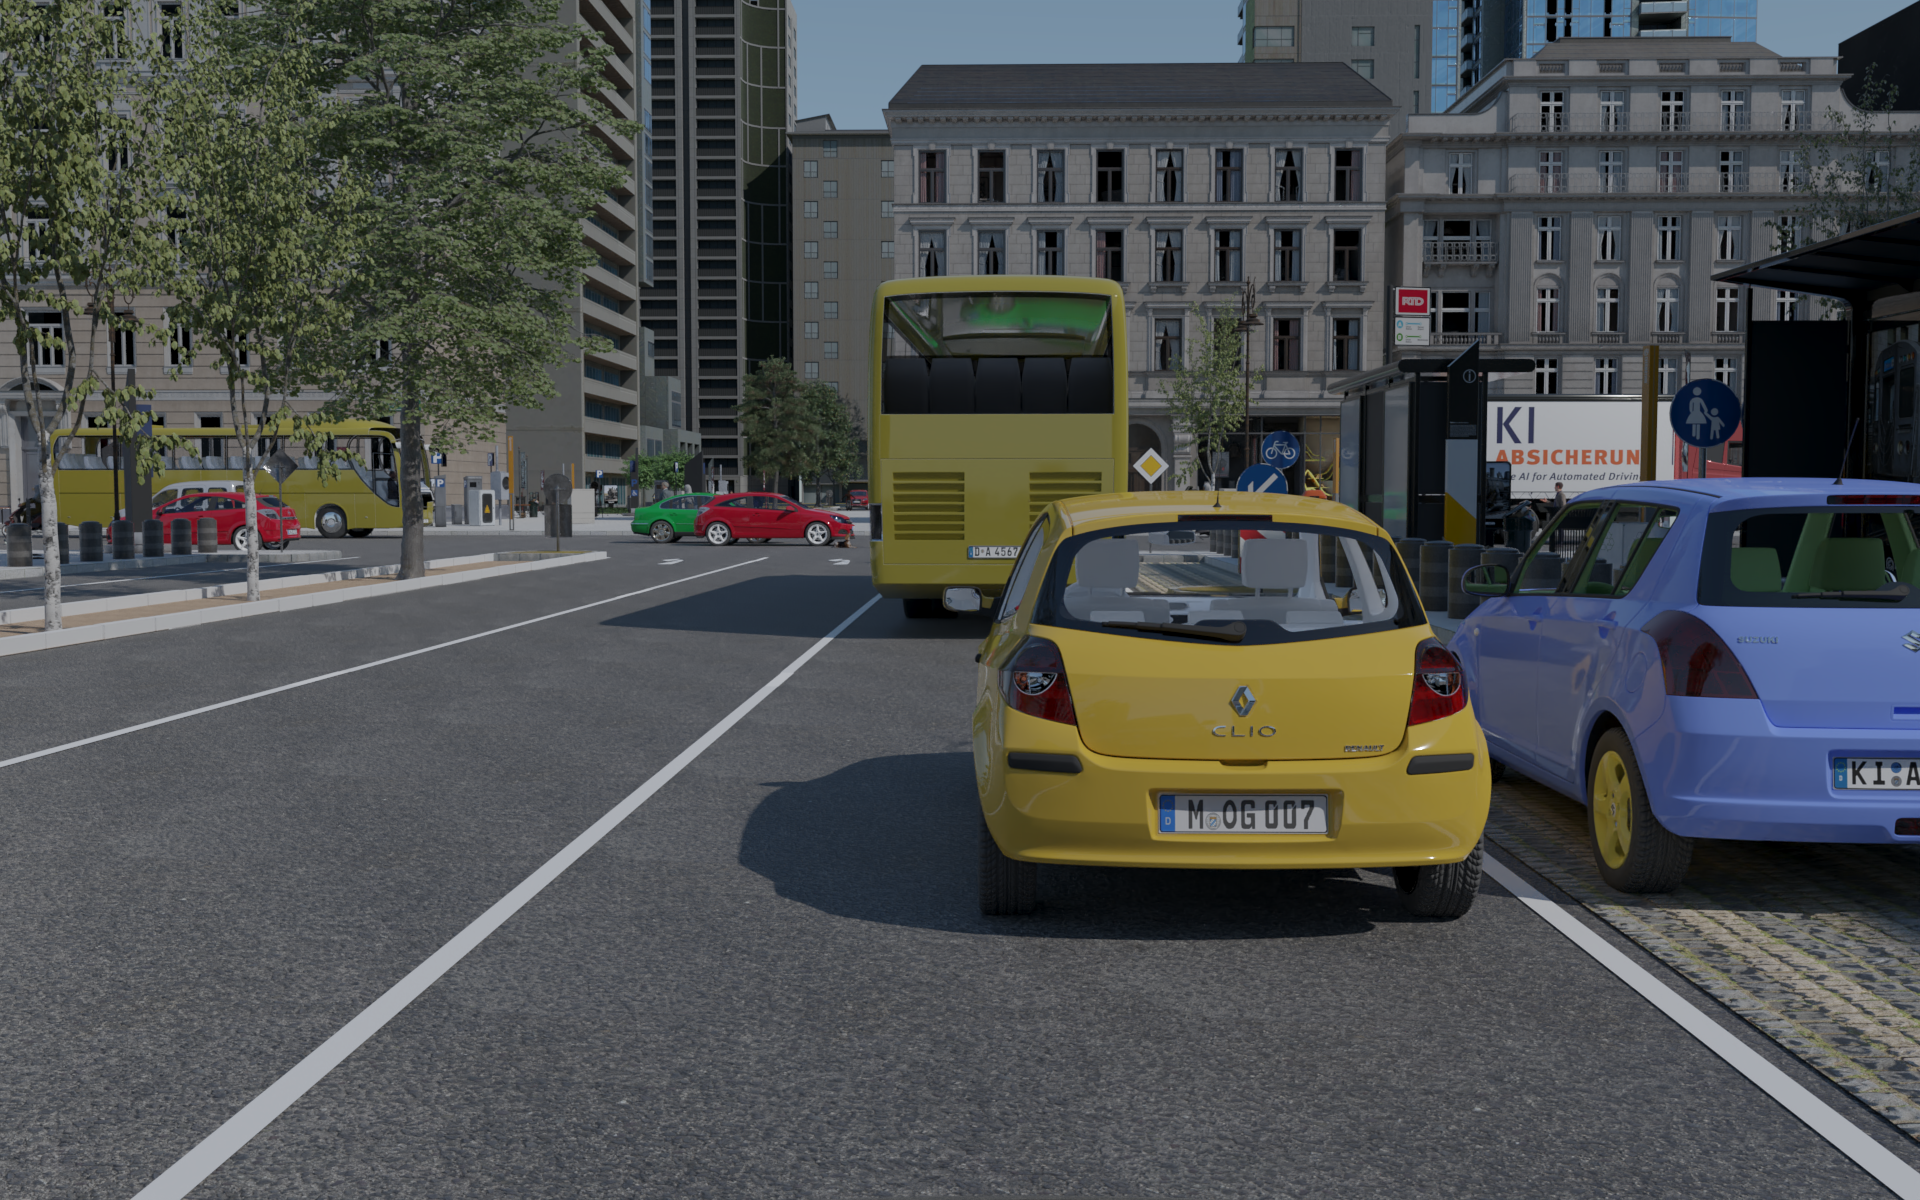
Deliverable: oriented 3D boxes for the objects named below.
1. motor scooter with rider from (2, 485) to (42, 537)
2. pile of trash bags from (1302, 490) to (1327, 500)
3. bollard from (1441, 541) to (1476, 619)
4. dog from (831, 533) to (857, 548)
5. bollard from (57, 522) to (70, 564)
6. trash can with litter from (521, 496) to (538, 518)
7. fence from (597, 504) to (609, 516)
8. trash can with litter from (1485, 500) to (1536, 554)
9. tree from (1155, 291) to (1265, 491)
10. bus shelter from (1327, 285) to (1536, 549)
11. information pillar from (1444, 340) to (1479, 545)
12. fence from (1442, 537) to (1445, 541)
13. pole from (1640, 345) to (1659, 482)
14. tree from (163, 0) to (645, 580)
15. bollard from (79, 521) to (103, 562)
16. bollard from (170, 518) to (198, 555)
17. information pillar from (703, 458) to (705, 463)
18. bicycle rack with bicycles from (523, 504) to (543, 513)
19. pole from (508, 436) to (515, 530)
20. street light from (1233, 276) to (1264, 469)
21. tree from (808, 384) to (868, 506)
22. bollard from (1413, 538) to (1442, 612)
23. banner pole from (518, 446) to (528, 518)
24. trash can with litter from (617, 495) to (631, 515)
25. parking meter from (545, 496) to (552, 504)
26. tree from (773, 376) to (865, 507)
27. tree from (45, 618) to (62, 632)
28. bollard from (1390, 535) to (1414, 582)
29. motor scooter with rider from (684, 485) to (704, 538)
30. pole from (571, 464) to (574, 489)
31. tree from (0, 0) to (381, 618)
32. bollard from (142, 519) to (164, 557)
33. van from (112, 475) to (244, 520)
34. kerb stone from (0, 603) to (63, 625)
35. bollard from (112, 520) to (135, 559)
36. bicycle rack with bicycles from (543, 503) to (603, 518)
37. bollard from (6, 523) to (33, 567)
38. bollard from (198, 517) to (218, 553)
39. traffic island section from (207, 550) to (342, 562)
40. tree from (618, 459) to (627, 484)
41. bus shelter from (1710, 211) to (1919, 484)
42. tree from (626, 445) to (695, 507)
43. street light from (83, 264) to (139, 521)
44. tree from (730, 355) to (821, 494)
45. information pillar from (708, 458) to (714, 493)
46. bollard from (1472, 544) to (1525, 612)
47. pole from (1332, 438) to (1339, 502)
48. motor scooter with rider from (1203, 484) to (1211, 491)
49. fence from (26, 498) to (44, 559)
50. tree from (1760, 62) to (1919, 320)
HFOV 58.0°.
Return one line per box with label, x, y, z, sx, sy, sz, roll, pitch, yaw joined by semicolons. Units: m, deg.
motor scooter with rider;-30.589;-2.943;57.076;1.986;1.779;0.876;0;4;1
pile of trash bags;9.065;-1.692;37.410;3.447;1.369;1.912;0;4;6
bollard;5.243;-0.193;17.870;0.404;0.777;0.398;0;3;0
dog;-3.091;-1.582;46.063;0.550;0.427;0.748;-2;4;-25
bollard;-16.608;-1.047;31.842;0.404;0.777;0.398;0;3;0
trash can with litter;-23.409;-5.054;94.016;1.055;1.170;0.624;-1;4;-11
fence;-21.789;-5.312;102.219;2.069;0.683;0.278;0;4;-5
trash can with litter;10.111;-1.270;32.148;1.055;1.170;0.624;1;4;12
tree;9.242;-6.926;63.601;4.737;8.622;4.395;0;3;0
bus shelter;7.966;-3.270;31.100;2.179;5.291;8.768;0;4;2
information pillar;7.642;-2.140;26.347;0.504;3.616;0.183;0;4;-7
fence;6.555;-0.497;23.497;0.278;0.683;2.069;1;4;15
pole;9.475;-1.835;23.843;0.158;3.312;0.155;0;3;0
tree;-9.167;-6.614;28.726;7.486;12.596;7.792;0;3;0
bollard;-16.580;-1.121;33.048;0.404;0.777;0.398;0;3;0
bollard;-16.492;-1.343;36.678;0.404;0.777;0.398;0;3;0
information pillar;-16.697;-7.368;111.814;0.504;3.616;0.183;0;4;1
bicycle rack with bicycles;-25.385;-5.701;106.587;2.852;0.926;2.925;3;4;36
pole;-15.805;-4.107;60.993;0.158;3.312;0.155;0;3;0
street light;6.117;-3.922;36.905;0.468;5.910;1.993;0;4;1
tree;-14.134;-17.243;192.299;12.009;13.543;11.850;0;3;0
bollard;5.269;-0.267;19.076;0.404;0.777;0.398;0;3;0
banner pole;-22.989;-6.167;90.844;0.401;3.779;0.863;-3;5;-42
trash can with litter;-20.192;-5.809;106.032;1.678;1.210;2.233;-1;4;-18
parking meter;-23.224;-5.636;97.863;0.255;1.863;0.399;-3;5;-42
tree;-13.873;-15.347;167.931;9.611;12.733;9.660;0;3;0
tree;-9.094;-3.922;16.945;4.737;8.622;4.395;0;3;0
bollard;5.299;-0.340;20.277;0.404;0.777;0.398;0;3;0
motor scooter with rider;-9.078;-2.889;56.204;1.986;1.779;0.876;0;4;3
pole;-25.882;-7.456;115.747;0.158;3.312;0.155;0;3;0
tree;-9.392;-4.269;22.611;4.737;8.622;4.395;0;3;0
bollard;-16.522;-1.269;35.458;0.404;0.777;0.398;0;3;0
van;-24.067;-2.853;53.653;4.112;2.044;2.013;0;4;1
kerb stone;-10.495;0.166;19.568;0.120;0.150;1.000;0;4;1
bollard;-16.551;-1.195;34.257;0.404;0.777;0.398;0;3;0
bicycle rack with bicycles;-20.855;-4.975;94.726;2.925;0.926;2.852;-2;4;-26
bollard;-16.634;-0.973;30.629;0.404;0.777;0.398;0;3;0
bollard;-16.464;-1.417;37.879;0.404;0.777;0.398;0;3;0
traffic island section;-14.891;-0.960;37.975;2.009;0.180;2.903;0;4;1
tree;-22.881;-8.626;124.748;4.285;4.588;4.351;0;3;0
bus shelter;8.845;-1.490;15.642;1.731;3.624;6.357;0;4;2
tree;-18.927;-8.049;115.317;4.285;4.588;4.351;0;3;0
street light;-17.002;-3.793;34.805;0.468;5.910;1.993;0;4;1
tree;-14.438;-13.059;135.565;6.751;12.117;7.091;0;3;0
information pillar;-16.067;-7.375;111.932;0.183;3.616;0.504;-3;5;-43
bollard;5.213;-0.119;16.666;0.404;0.777;0.398;0;3;0
pole;13.702;-4.241;63.179;0.158;3.312;0.155;0;3;0
motor scooter with rider;6.962;-2.554;50.728;1.986;1.779;0.876;0;4;3
fence;-18.813;-1.455;34.996;0.480;1.192;2.264;-2;4;-29
tree;16.291;-4.898;30.440;4.360;8.622;3.978;0;3;0
